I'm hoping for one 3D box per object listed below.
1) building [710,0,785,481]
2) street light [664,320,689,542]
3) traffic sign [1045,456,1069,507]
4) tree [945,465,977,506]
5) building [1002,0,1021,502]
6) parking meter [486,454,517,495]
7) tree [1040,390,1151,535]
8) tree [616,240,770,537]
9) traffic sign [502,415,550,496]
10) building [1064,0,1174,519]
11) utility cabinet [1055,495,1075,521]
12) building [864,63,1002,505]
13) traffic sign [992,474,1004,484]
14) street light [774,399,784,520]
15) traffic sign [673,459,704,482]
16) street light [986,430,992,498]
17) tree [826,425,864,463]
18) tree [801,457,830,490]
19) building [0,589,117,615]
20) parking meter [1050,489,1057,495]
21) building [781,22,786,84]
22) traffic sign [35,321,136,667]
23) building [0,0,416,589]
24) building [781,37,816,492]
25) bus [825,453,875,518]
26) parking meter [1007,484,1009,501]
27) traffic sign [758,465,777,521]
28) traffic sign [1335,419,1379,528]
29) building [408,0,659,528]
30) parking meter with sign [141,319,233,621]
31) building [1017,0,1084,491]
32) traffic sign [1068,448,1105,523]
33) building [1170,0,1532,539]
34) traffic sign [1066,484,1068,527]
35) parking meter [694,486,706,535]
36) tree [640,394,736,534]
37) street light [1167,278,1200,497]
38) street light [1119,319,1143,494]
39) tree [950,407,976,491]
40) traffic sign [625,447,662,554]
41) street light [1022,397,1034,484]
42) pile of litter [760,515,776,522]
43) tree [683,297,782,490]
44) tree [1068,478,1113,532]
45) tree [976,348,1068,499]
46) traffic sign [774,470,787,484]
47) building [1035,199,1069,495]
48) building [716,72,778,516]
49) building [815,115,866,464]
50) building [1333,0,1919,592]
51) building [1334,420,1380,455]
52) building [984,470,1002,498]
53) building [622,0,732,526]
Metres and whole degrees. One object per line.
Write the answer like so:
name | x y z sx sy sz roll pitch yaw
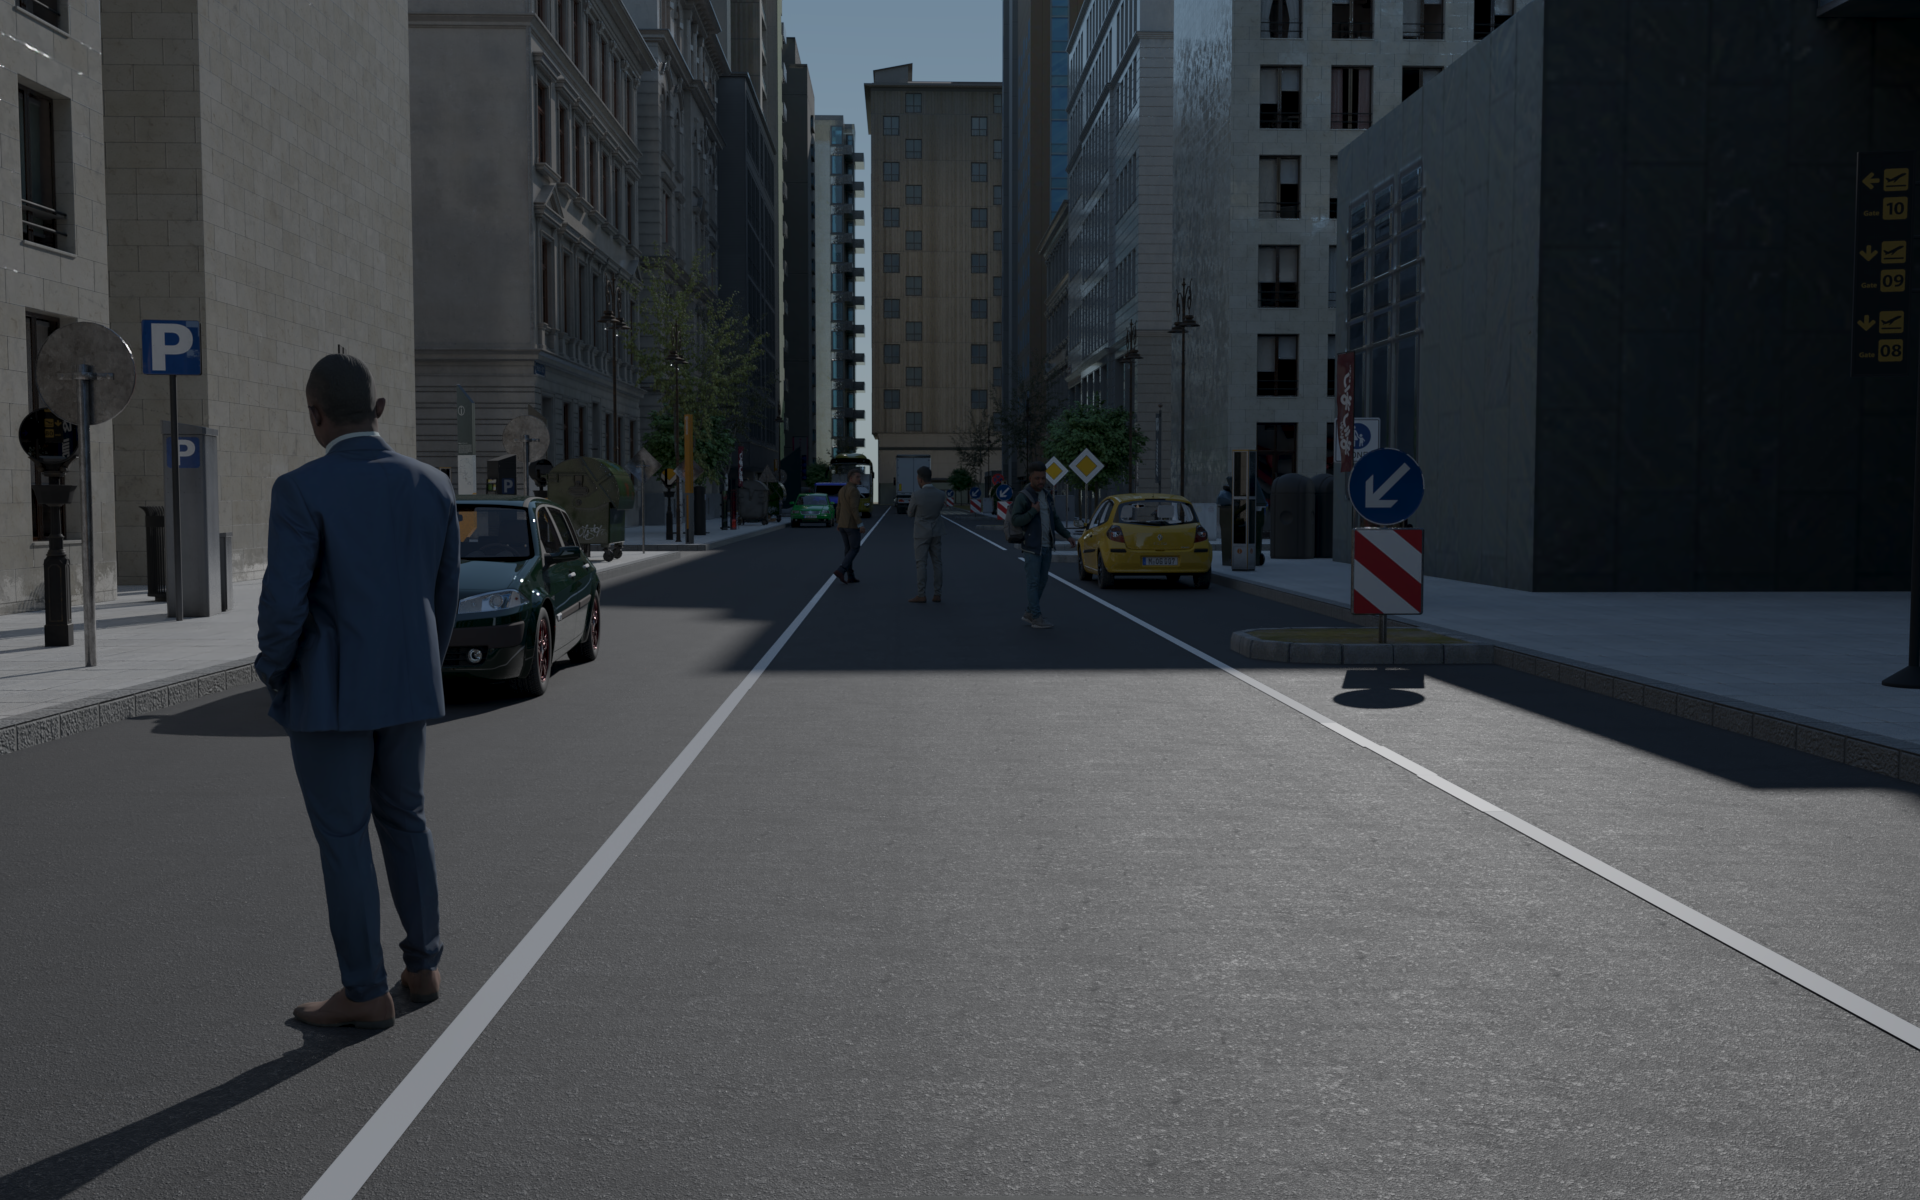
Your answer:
building | -20.388 -27.088 126.490 14.154 41.232 14.086 0 4 -2
street light | -7.536 -4.489 46.177 0.468 5.910 1.993 0 4 -2
traffic sign | 2.462 -2.561 45.513 0.795 2.450 0.064 0 4 -2
tree | 0.058 -12.427 186.902 4.285 4.588 4.351 0 3 0
building | 14.303 -37.621 157.107 21.231 58.520 28.212 0 4 -2
parking meter | -6.692 -1.199 25.317 0.255 1.863 0.399 3 4 36
tree | 4.312 -4.343 54.724 4.285 4.588 4.351 0 3 0
tree | -8.051 -6.154 50.985 4.737 8.622 4.395 0 3 0
traffic sign | -7.000 -1.704 27.964 0.768 2.556 0.104 0 4 -1
building | 12.078 -18.780 84.553 11.434 29.767 29.804 0 4 -2
utility cabinet | 4.926 -4.345 82.207 1.020 1.237 0.306 -1 4 -21
building | 1.857 -38.652 221.197 27.495 52.752 28.713 0 4 -2
traffic sign | 2.366 -6.577 107.638 0.768 2.556 0.104 0 4 3
street light | -8.807 -6.838 84.595 0.468 5.910 1.993 0 4 -2
traffic sign | -7.078 -2.542 45.209 0.795 2.450 0.064 0 4 -2
street light | 1.993 -9.008 120.065 0.468 5.910 1.993 0 4 -2
tree | -12.179 -14.236 183.125 4.360 8.622 3.978 0 3 0
tree | -12.243 -10.260 151.465 4.285 4.588 4.351 0 3 0
building | -15.096 -9.605 11.786 10.420 20.320 16.860 0 4 -2
parking meter | 4.580 -4.668 84.727 0.372 1.533 0.369 0 3 0
building | -26.513 -32.380 149.020 23.786 49.044 30.456 0 4 -2
traffic sign | -6.471 -0.778 12.820 0.768 2.556 0.104 0 4 3
building | -19.098 -10.637 28.664 16.860 20.320 10.420 0 4 -2
building | -26.187 -34.120 181.561 21.600 48.544 21.300 0 4 -2
bus | -6.699 -7.104 107.694 2.896 3.916 12.252 0 4 -2
parking meter | 2.696 -5.899 102.167 0.255 1.863 0.399 -2 4 -28
traffic sign | -8.512 -4.680 76.526 0.884 2.594 0.081 0 4 2
traffic sign | 5.326 -1.295 23.303 0.606 2.300 0.079 0 4 3
building | -17.283 -13.554 57.763 11.583 22.565 21.152 0 4 -2
parking meter with sign | -8.073 -1.345 18.245 0.543 3.016 1.738 -1 4 -12
building | 11.883 -29.733 136.249 14.600 45.320 14.200 0 4 -2
traffic sign | 2.734 -2.073 37.532 0.795 2.450 0.064 0 4 -2
building | 15.797 -12.181 53.917 16.860 20.320 10.420 0 4 -2
traffic sign | 4.114 -4.071 66.665 0.768 2.556 0.104 0 4 0
parking meter | -8.084 -2.777 53.812 0.372 1.533 0.369 0 3 0
tree | -8.875 -4.441 56.329 4.285 4.588 4.351 0 3 0
street light | 4.787 -3.940 37.201 0.468 5.910 1.993 0 4 -2
street light | 4.520 -4.469 45.860 0.468 5.910 1.993 0 4 -2
tree | 1.367 -11.720 141.980 4.360 8.622 3.978 0 3 0
traffic sign | -6.806 -2.054 37.229 0.795 2.450 0.064 0 4 -2
street light | 3.230 -6.735 82.899 0.468 5.910 1.993 0 4 -2
pile of litter | -9.129 -4.111 81.179 1.176 0.858 1.719 1 4 10
tree | -8.862 -7.046 65.558 4.360 8.622 3.978 0 3 0
tree | 4.502 -3.896 58.299 1.663 3.219 1.824 0 3 0
tree | 3.389 -8.336 86.649 4.360 8.622 3.978 0 3 0
traffic sign | -9.337 -5.475 89.624 0.768 2.556 0.104 0 4 7
building | 11.375 -16.761 110.192 11.583 22.565 21.152 0 4 -2
building | -18.974 -19.034 104.717 14.314 27.812 24.014 0 4 -2
building | -27.143 -36.540 217.043 30.456 49.044 23.786 0 4 -2
building | 18.796 -42.978 15.361 22.319 86.520 31.000 0 4 -2
building | 47.722 -34.264 183.924 21.600 48.544 21.300 0 4 -2
building | 13.298 -45.470 181.689 20.563 71.187 20.611 0 4 -2
building | -18.535 -17.906 80.153 14.401 28.519 23.554 0 4 -2
